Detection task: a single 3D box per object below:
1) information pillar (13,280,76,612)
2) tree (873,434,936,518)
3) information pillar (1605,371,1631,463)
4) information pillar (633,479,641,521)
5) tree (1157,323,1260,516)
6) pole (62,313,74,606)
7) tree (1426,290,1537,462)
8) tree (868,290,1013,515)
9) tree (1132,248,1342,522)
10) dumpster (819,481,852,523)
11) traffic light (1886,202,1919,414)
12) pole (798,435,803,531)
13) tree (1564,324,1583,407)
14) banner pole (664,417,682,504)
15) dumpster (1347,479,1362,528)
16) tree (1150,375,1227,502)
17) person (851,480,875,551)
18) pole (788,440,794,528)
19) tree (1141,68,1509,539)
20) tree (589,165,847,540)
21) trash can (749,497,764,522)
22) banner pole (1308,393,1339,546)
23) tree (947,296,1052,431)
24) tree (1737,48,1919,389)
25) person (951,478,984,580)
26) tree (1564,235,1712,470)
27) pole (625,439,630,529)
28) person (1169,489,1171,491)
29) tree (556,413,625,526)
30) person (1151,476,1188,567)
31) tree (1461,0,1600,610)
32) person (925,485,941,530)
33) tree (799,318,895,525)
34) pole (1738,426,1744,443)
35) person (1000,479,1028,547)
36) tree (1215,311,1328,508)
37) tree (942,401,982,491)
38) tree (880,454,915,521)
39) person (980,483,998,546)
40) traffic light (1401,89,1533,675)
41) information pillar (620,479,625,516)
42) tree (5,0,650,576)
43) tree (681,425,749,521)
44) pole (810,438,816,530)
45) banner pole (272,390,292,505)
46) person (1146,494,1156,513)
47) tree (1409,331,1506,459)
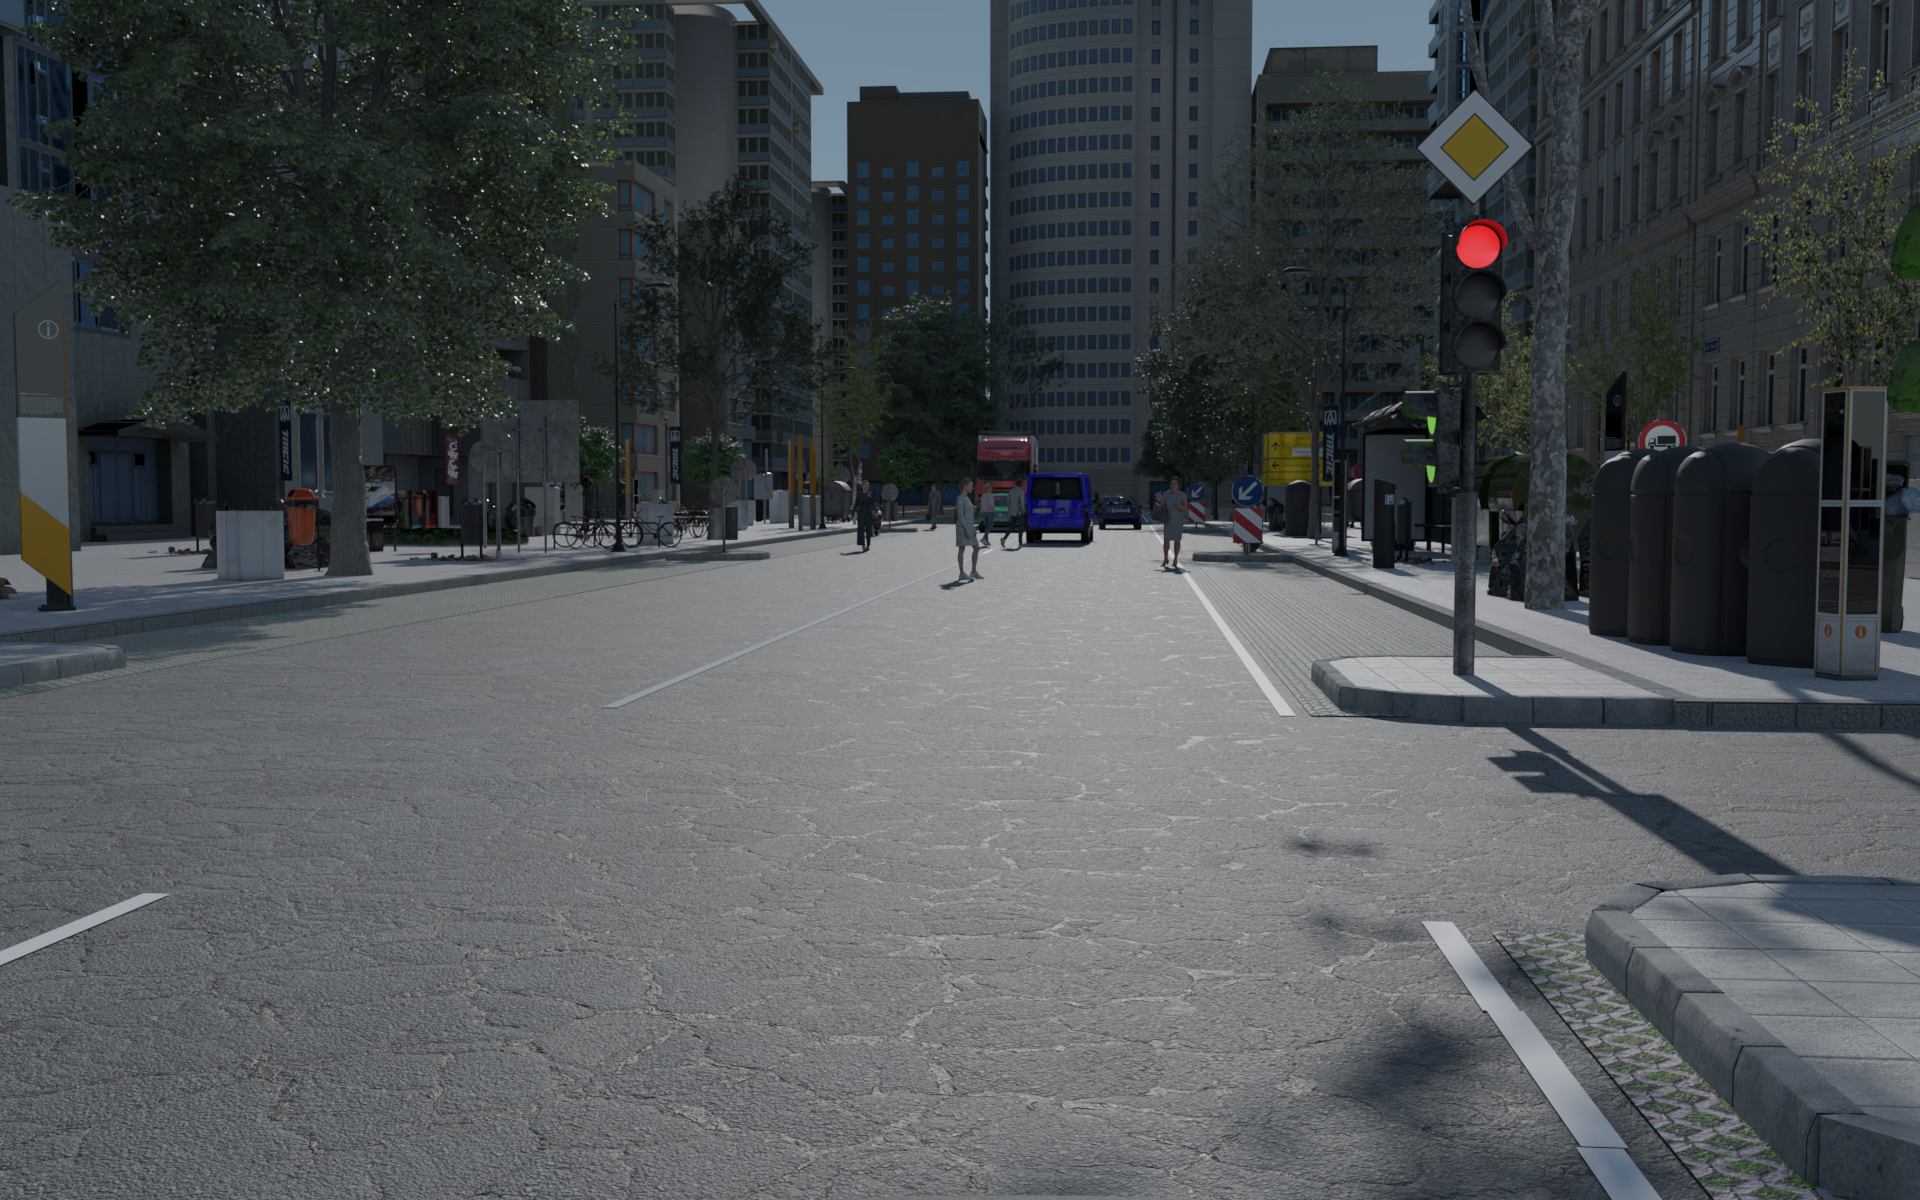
[{"bbox_3d":[-9.984,-1.683,18.869,0.504,3.616,0.183,-3,5,-41],"label":"information pillar"},{"bbox_3d":[-2.972,-6.735,93.825,4.285,4.588,4.351,0,3,0],"label":"tree"},{"bbox_3d":[12.564,-2.560,33.219,0.183,3.616,0.504,-1,4,-19],"label":"information pillar"},{"bbox_3d":[-15.395,-4.775,82.567,0.304,2.012,0.304,0,4,2],"label":"information pillar"},{"bbox_3d":[15.459,-11.293,102.774,7.486,12.596,7.792,0,3,0],"label":"tree"},{"bbox_3d":[-10.188,-1.573,19.566,0.158,3.312,0.155,0,3,0],"label":"pole"},{"bbox_3d":[17.866,-6.637,58.878,4.360,8.622,3.978,0,3,0],"label":"tree"},{"bbox_3d":[-1.395,-12.258,107.071,9.857,13.997,8.962,0,3,0],"label":"tree"},{"bbox_3d":[12.659,-9.918,79.163,9.611,12.733,9.660,0,3,0],"label":"tree"},{"bbox_3d":[-5.617,-4.405,77.778,1.264,1.857,1.865,0,4,5],"label":"dumpster"},{"bbox_3d":[2.795,-0.938,4.255,0.839,4.253,0.868,0,4,5],"label":"traffic light"},{"bbox_3d":[-5.487,-4.018,59.532,0.158,3.312,0.155,0,3,0],"label":"pole"},{"bbox_3d":[20.809,-6.949,63.980,4.360,8.622,3.978,0,3,0],"label":"tree"},{"bbox_3d":[-9.400,-4.066,56.503,0.863,3.779,0.401,2,4,31],"label":"banner pole"},{"bbox_3d":[15.374,-3.683,65.972,1.264,1.857,1.865,0,4,5],"label":"dumpster"},{"bbox_3d":[18.350,-12.776,134.649,9.928,11.665,9.643,0,3,0],"label":"tree"},{"bbox_3d":[-2.418,-2.120,43.588,0.576,1.772,0.534,-2,4,-24],"label":"person"},{"bbox_3d":[-6.378,-4.379,65.433,0.158,3.312,0.155,0,3,0],"label":"pole"},{"bbox_3d":[10.285,-8.503,49.401,12.009,13.543,11.850,0,3,0],"label":"tree"},{"bbox_3d":[-6.667,-6.979,48.511,7.601,10.594,8.767,-2,4,-26],"label":"tree"},{"bbox_3d":[-9.424,-4.214,80.548,0.748,1.137,0.748,0,3,0],"label":"trash can"},{"bbox_3d":[9.063,-3.242,43.030,0.401,3.779,0.863,-3,5,-40],"label":"banner pole"},{"bbox_3d":[4.780,-18.823,163.651,12.611,20.169,13.585,0,3,0],"label":"tree"},{"bbox_3d":[15.389,-4.843,29.538,4.360,8.622,3.978,0,3,0],"label":"tree"},{"bbox_3d":[0.098,-1.194,29.033,0.522,1.701,0.512,1,4,19],"label":"person"},{"bbox_3d":[19.644,-6.094,49.995,4.737,8.622,4.395,0,3,0],"label":"tree"},{"bbox_3d":[-12.306,-4.298,64.117,0.158,3.312,0.155,0,3,0],"label":"pole"},{"bbox_3d":[12.913,-5.968,106.632,0.990,1.755,0.434,3,4,38],"label":"person"},{"bbox_3d":[-15.276,-5.293,70.252,4.285,4.588,4.351,0,3,0],"label":"tree"},{"bbox_3d":[4.109,-1.547,34.159,0.716,1.782,0.532,1,4,21],"label":"person"},{"bbox_3d":[7.449,-10.033,19.925,12.611,20.169,13.585,0,3,0],"label":"tree"},{"bbox_3d":[-1.086,-3.726,69.528,0.694,1.812,0.767,3,4,38],"label":"person"},{"bbox_3d":[-4.507,-7.470,72.496,4.737,8.622,4.395,0,3,0],"label":"tree"},{"bbox_3d":[23.250,-3.535,51.641,0.158,3.312,0.155,0,3,0],"label":"pole"},{"bbox_3d":[1.470,-2.329,46.433,0.795,1.843,0.661,-3,4,-38],"label":"person"},{"bbox_3d":[12.167,-7.215,68.328,4.737,8.622,4.395,0,3,0],"label":"tree"},{"bbox_3d":[0.150,-10.564,123.090,4.737,8.622,4.395,0,3,0],"label":"tree"},{"bbox_3d":[-3.192,-5.450,83.706,1.663,3.219,1.824,0,3,0],"label":"tree"},{"bbox_3d":[0.760,-2.375,47.996,0.731,1.740,0.598,3,5,40],"label":"person"},{"bbox_3d":[3.563,-1.424,12.203,0.839,4.253,0.868,0,4,5],"label":"traffic light"},{"bbox_3d":[-16.952,-5.050,87.066,0.304,2.012,0.304,2,4,35],"label":"information pillar"},{"bbox_3d":[-9.681,-7.357,26.942,9.857,13.997,8.962,0,3,0],"label":"tree"},{"bbox_3d":[-11.837,-6.074,83.017,4.285,4.588,4.351,0,3,0],"label":"tree"},{"bbox_3d":[-5.324,-4.206,62.609,0.158,3.312,0.155,0,3,0],"label":"pole"},{"bbox_3d":[-15.931,-3.101,40.715,0.863,3.779,0.401,3,4,37],"label":"banner pole"},{"bbox_3d":[13.654,-6.843,123.640,1.065,1.426,0.557,-3,5,-41],"label":"person"},{"bbox_3d":[21.406,-7.645,75.354,4.737,8.622,4.395,0,3,0],"label":"tree"}]
